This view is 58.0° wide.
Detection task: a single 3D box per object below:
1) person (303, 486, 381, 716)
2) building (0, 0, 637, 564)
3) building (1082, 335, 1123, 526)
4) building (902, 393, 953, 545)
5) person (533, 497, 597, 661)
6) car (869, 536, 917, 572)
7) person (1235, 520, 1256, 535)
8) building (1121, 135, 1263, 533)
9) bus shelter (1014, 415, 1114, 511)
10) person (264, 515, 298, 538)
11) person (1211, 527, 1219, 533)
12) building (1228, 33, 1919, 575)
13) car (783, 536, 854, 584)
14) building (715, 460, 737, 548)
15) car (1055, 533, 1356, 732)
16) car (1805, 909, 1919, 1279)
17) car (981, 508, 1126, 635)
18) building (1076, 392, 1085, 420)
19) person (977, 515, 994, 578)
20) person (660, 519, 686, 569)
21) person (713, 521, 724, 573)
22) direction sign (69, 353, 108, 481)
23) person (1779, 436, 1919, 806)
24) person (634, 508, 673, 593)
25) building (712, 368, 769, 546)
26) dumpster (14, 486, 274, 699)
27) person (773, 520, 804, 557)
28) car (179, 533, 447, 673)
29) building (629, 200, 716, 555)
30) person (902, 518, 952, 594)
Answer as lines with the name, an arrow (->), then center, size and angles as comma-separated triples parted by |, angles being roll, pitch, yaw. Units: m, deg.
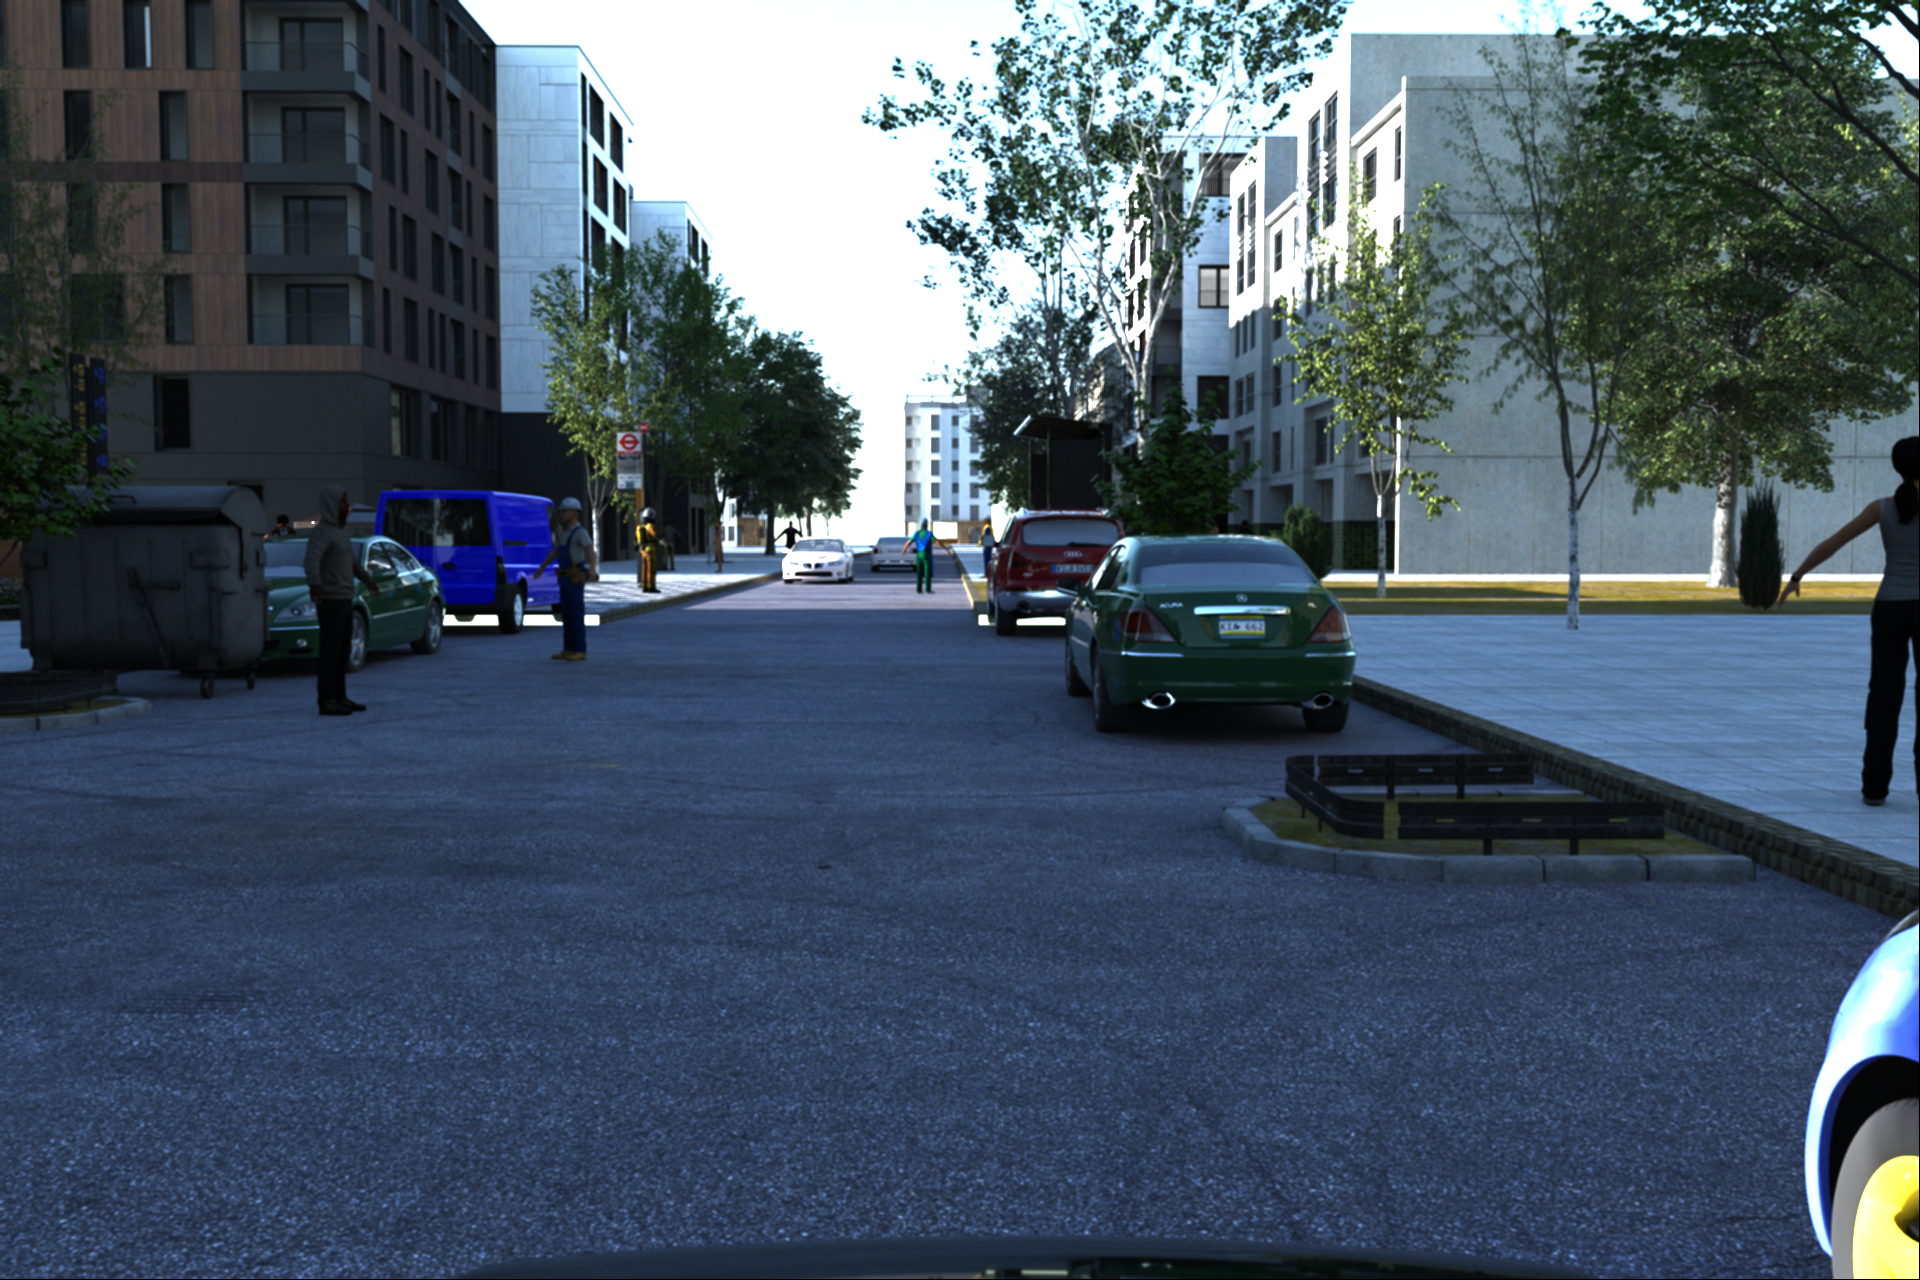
person -> -4.959, -0.320, 13.819 | 0.705, 1.813, 1.348 | 0, 4, 1
building -> -29.789, -13.844, 70.329 | 27.936, 21.610, 32.646 | 0, 4, -1
building -> 21.089, -19.754, 153.901 | 19.493, 23.208, 18.063 | 0, 4, -1
building -> -7.140, -22.312, 223.677 | 11.380, 20.090, 16.016 | 0, 4, 2
person -> -4.442, -0.697, 19.716 | 0.705, 1.847, 1.347 | -3, 5, -41
car -> -2.468, -3.317, 66.587 | 2.083, 1.381, 4.827 | 0, 4, -2
person -> 9.327, -3.043, 56.476 | 1.216, 1.740, 0.721 | 2, 4, 28
building -> 23.568, -16.003, 105.625 | 27.936, 21.610, 32.646 | 0, 4, -1
bus shelter -> 2.182, -2.811, 37.240 | 1.731, 3.624, 6.357 | 0, 4, -1
person -> -18.985, -2.595, 48.569 | 1.345, 1.843, 0.704 | -2, 4, -32
person -> 4.717, -1.390, 31.994 | 0.991, 1.433, 0.599 | 0, 4, -6
building -> 21.960, -12.455, 70.100 | 16.747, 18.905, 31.486 | 0, 4, -1
car -> -4.166, -2.391, 51.448 | 2.083, 1.381, 4.827 | 0, 4, 0
building -> -26.336, -13.930, 169.902 | 9.099, 9.664, 28.070 | 0, 4, 0
car -> 1.873, -0.133, 13.971 | 2.131, 1.459, 4.920 | 0, 4, -1
car -> 2.275, 0.498, 1.449 | 1.945, 1.707, 3.694 | 0, 4, -1
car -> 1.476, -1.063, 26.058 | 2.281, 1.827, 5.304 | 0, 4, -1
building -> 22.003, -22.015, 190.877 | 19.493, 23.208, 18.063 | 0, 3, 0
person -> 0.774, -2.719, 50.418 | 0.705, 1.833, 1.349 | 1, 4, 14
person -> -10.218, -3.329, 60.701 | 1.348, 1.796, 0.705 | -2, 4, -28
person -> -8.097, -3.106, 57.592 | 0.721, 1.733, 1.217 | -1, 4, -13
direction sign -> -11.100, -1.844, 22.140 | 0.379, 3.537, 0.876 | 0, 4, -1
person -> 4.498, -0.083, 8.161 | 1.217, 1.737, 0.721 | 3, 5, 40
person -> -6.743, -1.956, 37.746 | 0.705, 1.858, 1.354 | -3, 5, -44
building -> -26.784, -20.235, 187.265 | 16.016, 20.090, 11.380 | 0, 4, 0
dumpster -> -7.260, -0.444, 15.475 | 1.865, 1.857, 1.264 | 0, 4, -1
person -> -6.392, -3.627, 65.529 | 1.346, 1.802, 0.704 | -1, 4, -11
car -> -7.160, -0.461, 19.340 | 2.131, 1.459, 4.920 | 0, 4, -1
building -> -30.616, -15.907, 104.047 | 27.936, 21.610, 32.646 | 0, 4, -1
person -> -0.840, -2.027, 41.717 | 1.347, 1.817, 0.704 | 2, 4, 29
